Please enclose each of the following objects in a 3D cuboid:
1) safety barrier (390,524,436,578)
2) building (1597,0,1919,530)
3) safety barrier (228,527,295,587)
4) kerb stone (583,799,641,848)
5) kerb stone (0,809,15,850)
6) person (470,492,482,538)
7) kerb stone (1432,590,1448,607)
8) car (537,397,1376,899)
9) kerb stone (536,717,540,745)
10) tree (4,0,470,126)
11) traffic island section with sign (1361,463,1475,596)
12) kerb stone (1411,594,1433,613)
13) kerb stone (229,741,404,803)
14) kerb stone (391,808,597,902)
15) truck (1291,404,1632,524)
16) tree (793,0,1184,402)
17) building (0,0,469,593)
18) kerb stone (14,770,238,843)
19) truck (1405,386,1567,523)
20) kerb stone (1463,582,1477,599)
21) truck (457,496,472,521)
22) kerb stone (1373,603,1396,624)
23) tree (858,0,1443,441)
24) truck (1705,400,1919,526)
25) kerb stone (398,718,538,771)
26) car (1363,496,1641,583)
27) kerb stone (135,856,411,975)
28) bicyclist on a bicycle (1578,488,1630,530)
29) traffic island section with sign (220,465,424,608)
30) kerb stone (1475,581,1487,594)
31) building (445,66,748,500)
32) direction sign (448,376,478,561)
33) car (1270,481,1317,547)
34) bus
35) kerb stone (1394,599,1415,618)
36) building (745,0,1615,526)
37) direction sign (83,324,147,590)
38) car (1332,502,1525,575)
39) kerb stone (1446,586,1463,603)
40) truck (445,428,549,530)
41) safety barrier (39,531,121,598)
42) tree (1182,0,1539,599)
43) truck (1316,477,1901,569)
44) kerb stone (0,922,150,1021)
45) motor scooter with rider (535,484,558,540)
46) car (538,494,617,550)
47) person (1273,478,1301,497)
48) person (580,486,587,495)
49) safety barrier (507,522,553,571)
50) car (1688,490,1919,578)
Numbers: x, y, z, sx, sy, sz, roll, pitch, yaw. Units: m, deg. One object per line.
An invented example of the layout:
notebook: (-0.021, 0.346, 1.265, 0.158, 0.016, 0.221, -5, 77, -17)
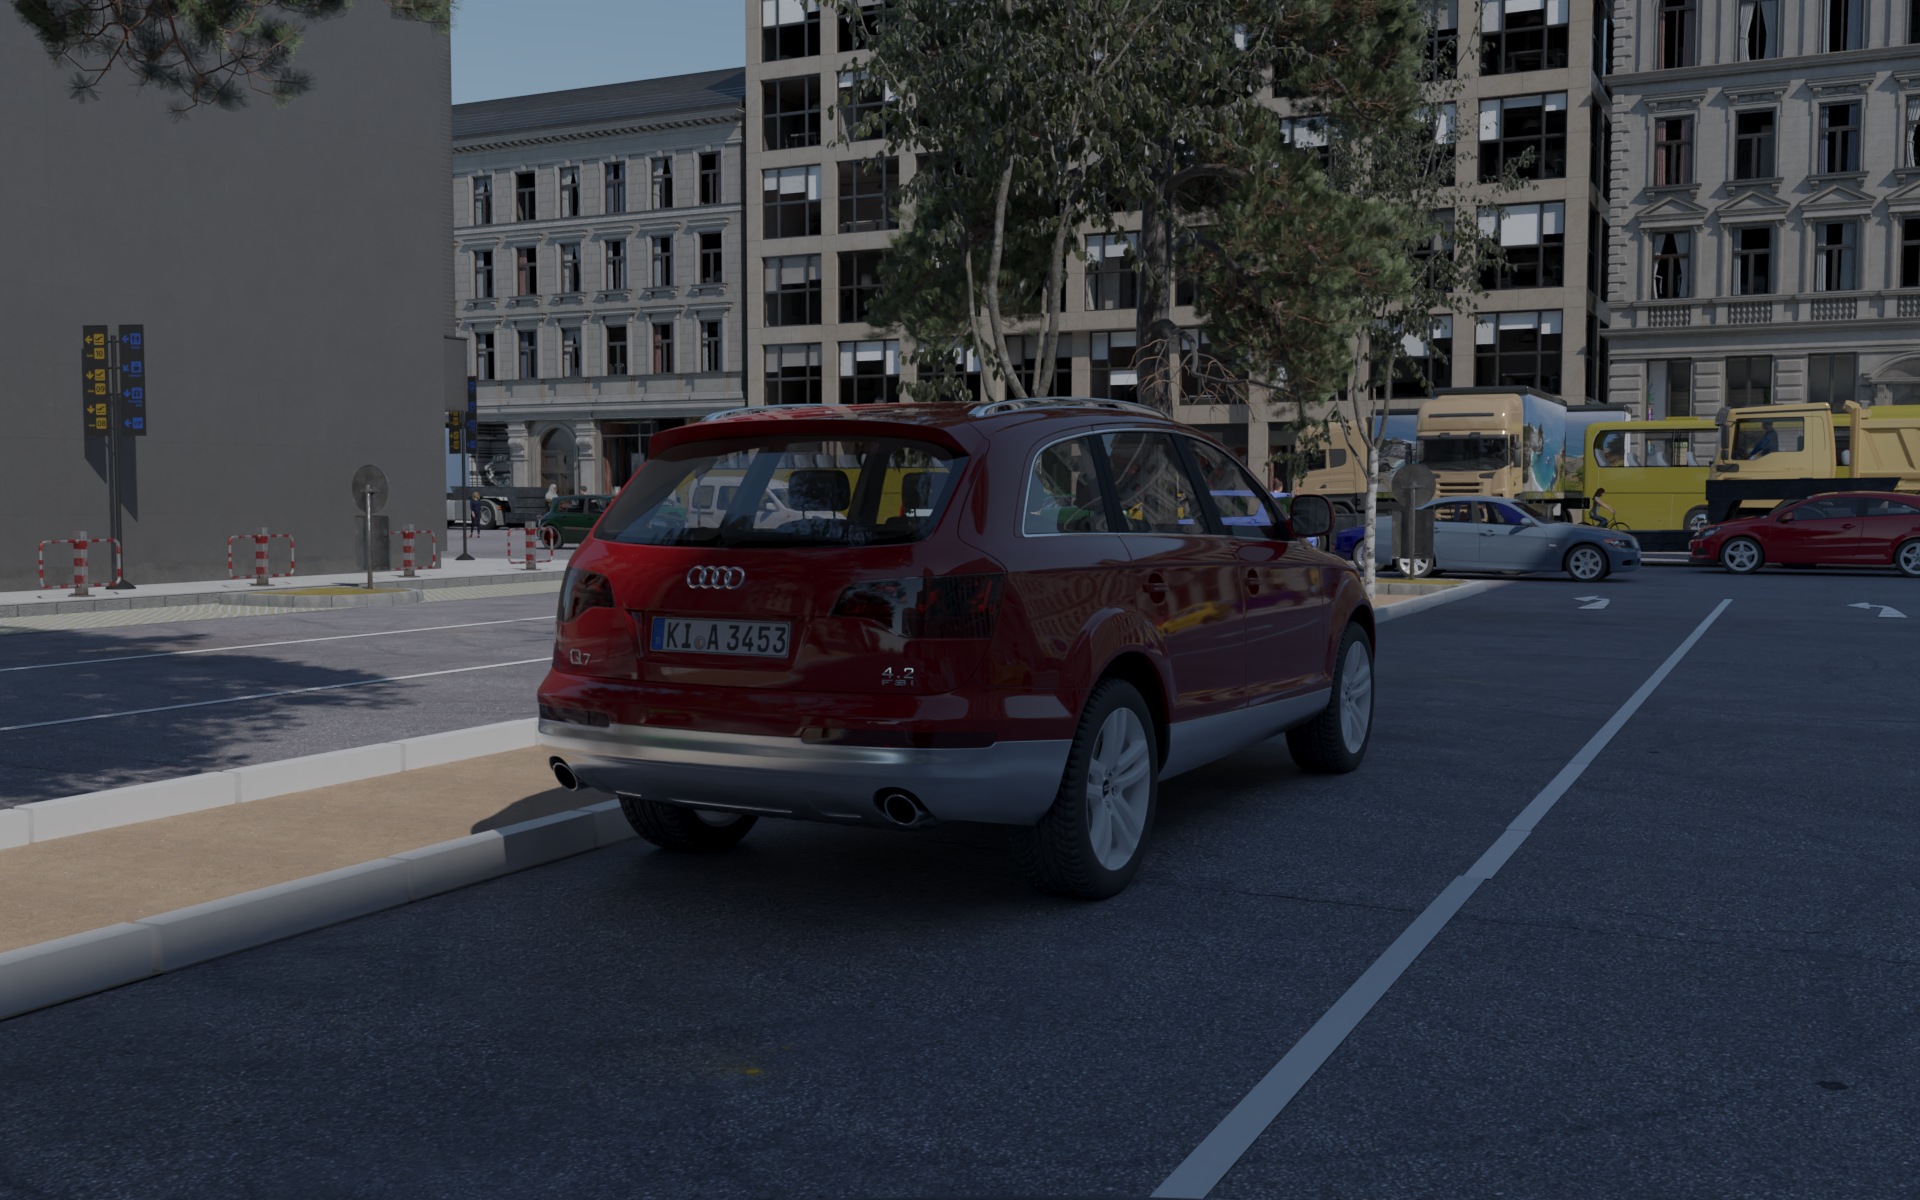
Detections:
safety barrier: (-8.458, -0.752, 26.578, 0.300, 0.817, 1.120, 2, 4, 26)
building: (32.400, -14.048, 58.562, 19.941, 23.489, 11.050, 2, 4, 26)
safety barrier: (-9.704, -0.600, 24.077, 0.300, 0.817, 1.120, 2, 4, 26)
kerb stone: (-1.285, 0.901, 7.470, 0.120, 0.150, 1.000, 2, 4, 26)
kerb stone: (-4.060, 0.958, 6.615, 0.120, 0.150, 1.000, 2, 4, 26)
person: (-15.895, -2.793, 56.715, 0.613, 1.512, 0.480, 2, 4, 32)
kerb stone: (6.063, 0.006, 22.209, 0.120, 0.150, 1.000, 2, 4, 26)
car: (0.396, 0.047, 7.912, 2.281, 1.827, 5.304, 2, 4, 28)
kerb stone: (-2.221, 0.733, 10.298, 0.120, 0.150, 1.000, 2, 4, 26)
tree: (-4.200, -5.816, 4.965, 7.806, 13.903, 7.818, 0, 3, 0)
traffic island section with sign: (6.489, -1.052, 25.336, 2.006, 1.907, 1.989, 2, 4, 26)
kerb stone: (5.613, 0.056, 21.277, 0.120, 0.150, 1.000, 2, 4, 26)
kerb stone: (-3.142, 0.840, 8.454, 0.120, 0.150, 1.000, 2, 4, 26)
kerb stone: (-1.751, 0.957, 6.553, 0.120, 0.150, 1.000, 2, 4, 26)
truck: (16.094, -4.184, 57.328, 11.283, 4.237, 2.839, 2, 4, 25)
tree: (0.559, -3.620, 11.999, 4.360, 8.622, 3.978, 0, 3, 0)
building: (-21.916, -14.430, 29.432, 24.014, 27.812, 14.314, 2, 4, 26)
kerb stone: (-3.609, 0.897, 7.539, 0.120, 0.150, 1.000, 2, 4, 26)
truck: (14.541, -3.571, 47.294, 2.839, 4.237, 11.283, 2, 4, 26)
kerb stone: (6.990, -0.111, 24.049, 0.120, 0.150, 1.000, 2, 4, 26)
truck: (-20.947, -5.254, 75.654, 18.799, 4.110, 2.967, 2, 4, 25)
kerb stone: (4.692, 0.169, 19.439, 0.120, 0.150, 1.000, 2, 4, 26)
tree: (2.028, -5.701, 17.719, 6.751, 12.117, 7.091, 0, 3, 0)
truck: (20.152, -2.480, 36.471, 9.791, 3.379, 3.469, 2, 4, 26)
kerb stone: (-2.681, 0.785, 9.379, 0.120, 0.150, 1.000, 2, 4, 26)
car: (9.163, -1.064, 29.398, 4.499, 1.417, 2.014, 2, 4, 27)
kerb stone: (-2.205, 1.013, 5.632, 0.120, 0.150, 1.000, 2, 4, 26)
bicyclist on a bicycle: (18.422, -2.427, 49.698, 1.625, 1.676, 1.499, 2, 4, 27)
traffic island section with sign: (-8.191, -0.858, 22.659, 1.989, 1.847, 2.006, 2, 4, 26)
kerb stone: (7.443, -0.170, 24.977, 0.120, 0.150, 1.000, 2, 4, 26)
building: (-25.190, -14.460, 87.328, 40.483, 20.767, 10.553, 2, 4, 26)
direction sign: (-9.597, -2.538, 33.487, 0.876, 3.537, 0.379, 3, 4, 39)
car: (4.571, -1.339, 31.492, 3.694, 1.707, 1.945, 2, 4, 28)
bus: (24.376, -3.543, 49.477, 12.252, 3.916, 2.896, 2, 4, 25)
kerb stone: (5.151, 0.117, 20.359, 0.120, 0.150, 1.000, 2, 4, 26)
building: (10.396, -16.539, 74.922, 34.151, 26.468, 19.350, 2, 4, 26)
direction sign: (-11.323, -1.912, 23.260, 0.876, 3.537, 0.379, 1, 4, 9)
car: (8.933, -1.183, 31.925, 3.894, 1.354, 1.945, 2, 4, 27)
kerb stone: (6.530, -0.057, 23.128, 0.120, 0.150, 1.000, 2, 4, 26)
truck: (-15.597, -4.810, 68.406, 18.799, 4.110, 2.967, 2, 4, 25)
safety barrier: (-10.955, -0.447, 21.581, 0.300, 0.817, 1.120, 2, 4, 26)
tree: (5.677, -4.330, 23.608, 4.360, 8.622, 3.978, 0, 3, 0)
truck: (13.788, -2.786, 35.313, 18.799, 4.110, 2.967, 2, 4, 28)
kerb stone: (-2.674, 1.069, 4.717, 0.120, 0.150, 1.000, 2, 4, 26)
motor scooter with rider: (-12.317, -2.702, 53.146, 1.986, 1.779, 0.876, 2, 4, 27)
car: (-8.932, -2.134, 44.680, 4.222, 1.686, 2.009, 2, 4, 25)
person: (6.175, -1.440, 32.840, 0.742, 1.727, 0.445, 2, 4, 32)
person: (-12.830, -3.060, 59.367, 0.563, 1.720, 0.643, 2, 4, 29)
safety barrier: (-7.207, -0.905, 29.076, 0.300, 0.817, 1.120, 2, 4, 26)
car: (15.416, -1.334, 30.852, 4.494, 1.783, 2.155, 2, 4, 28)
